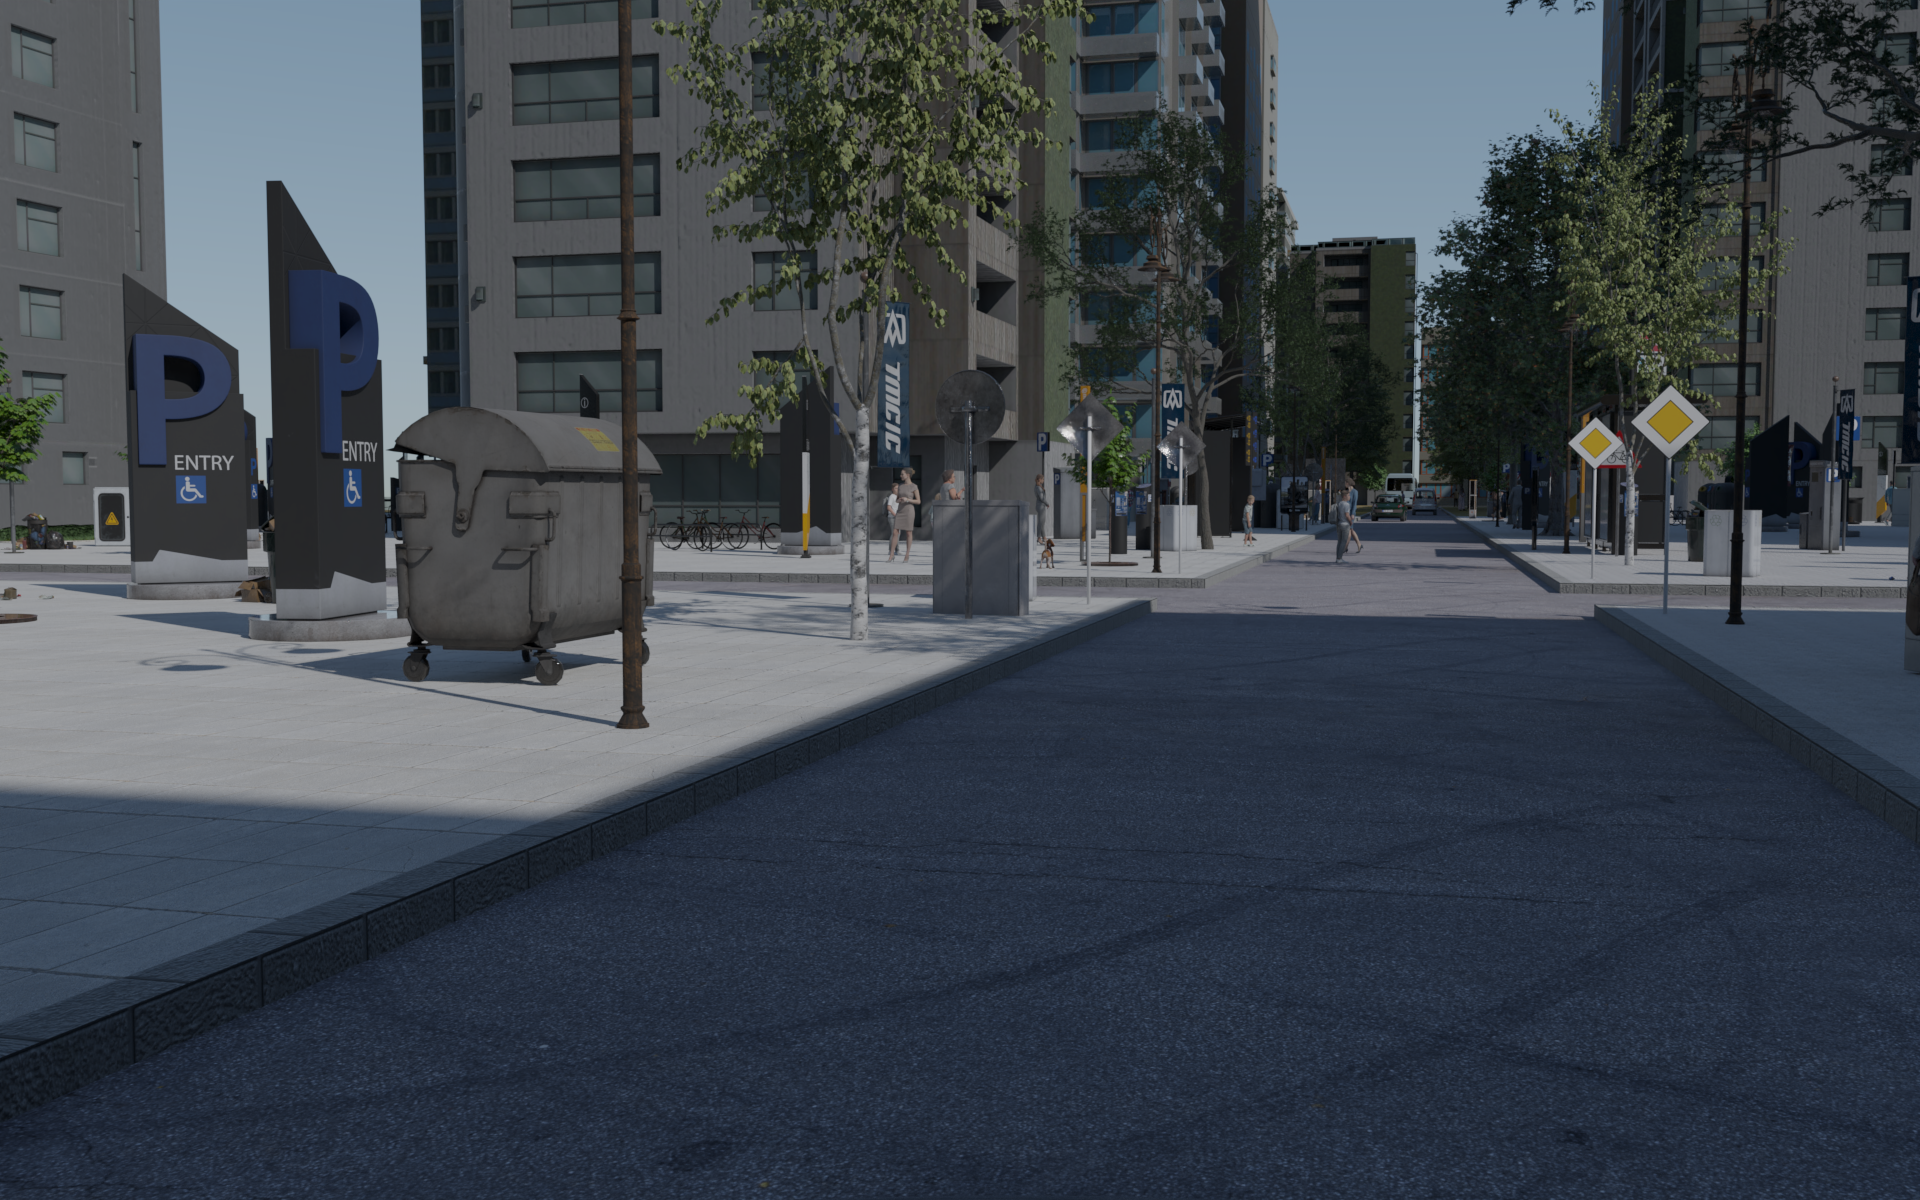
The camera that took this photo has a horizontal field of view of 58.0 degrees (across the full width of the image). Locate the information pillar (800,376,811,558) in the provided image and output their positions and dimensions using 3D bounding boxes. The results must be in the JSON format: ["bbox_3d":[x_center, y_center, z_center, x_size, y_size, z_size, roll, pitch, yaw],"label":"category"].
[{"bbox_3d":[-3.084,-2.649,34.671,0.183,3.616,0.504,0,4,2],"label":"information pillar"}]

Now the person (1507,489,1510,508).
[{"bbox_3d":[42.289,-7.781,133.287,1.348,1.821,0.705,2,4,27],"label":"person"}]

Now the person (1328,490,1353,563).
[{"bbox_3d":[7.932,-1.524,36.006,0.503,1.515,0.523,2,4,35],"label":"person"}]

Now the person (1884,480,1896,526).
[{"bbox_3d":[37.827,-3.945,70.408,0.748,1.841,0.638,-1,4,-11],"label":"person"}]

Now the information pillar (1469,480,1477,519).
[{"bbox_3d":[26.832,-5.267,90.605,0.304,2.012,0.304,2,4,29],"label":"information pillar"}]

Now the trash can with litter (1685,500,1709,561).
[{"bbox_3d":[14.282,-1.306,32.748,1.055,1.170,0.624,2,4,30],"label":"trash can with litter"}]

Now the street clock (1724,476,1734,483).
[{"bbox_3d":[30.488,-3.921,68.685,0.358,2.002,0.471,3,5,41],"label":"street clock"}]

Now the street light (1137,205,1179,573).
[{"bbox_3d":[3.209,-3.381,28.068,0.468,5.910,1.993,1,4,15],"label":"street light"}]

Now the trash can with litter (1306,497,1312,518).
[{"bbox_3d":[18.554,-4.979,92.790,1.055,1.170,0.624,-1,4,-12],"label":"trash can with litter"}]

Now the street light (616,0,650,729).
[{"bbox_3d":[-1.799,-2.236,9.351,0.468,5.910,1.993,1,4,15],"label":"street light"}]

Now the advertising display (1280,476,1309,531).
[{"bbox_3d":[11.696,-3.389,60.617,0.974,1.923,0.123,1,4,8],"label":"advertising display"}]

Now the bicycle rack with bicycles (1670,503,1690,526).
[{"bbox_3d":[28.456,-3.501,70.625,2.925,0.926,2.852,1,4,16],"label":"bicycle rack with bicycles"}]

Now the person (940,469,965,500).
[{"bbox_3d":[-0.092,-1.754,35.080,0.532,1.782,0.716,-2,4,-26],"label":"person"}]

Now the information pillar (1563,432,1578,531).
[{"bbox_3d":[21.203,-4.215,60.262,0.504,3.616,0.183,2,4,28],"label":"information pillar"}]

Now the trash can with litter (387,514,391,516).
[{"bbox_3d":[-33.735,-5.627,103.061,2.233,1.210,1.678,-3,4,-37],"label":"trash can with litter"}]

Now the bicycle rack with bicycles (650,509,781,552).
[{"bbox_3d":[-5.836,-1.607,39.653,2.925,0.926,2.852,2,4,33],"label":"bicycle rack with bicycles"}]

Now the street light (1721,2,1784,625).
[{"bbox_3d":[7.648,-2.699,16.913,0.468,5.910,1.993,1,4,15],"label":"street light"}]

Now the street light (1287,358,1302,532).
[{"bbox_3d":[11.281,-5.238,58.422,0.468,5.910,1.993,1,4,15],"label":"street light"}]

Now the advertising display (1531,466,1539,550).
[{"bbox_3d":[13.287,-2.128,40.012,0.123,1.923,0.974,1,4,20],"label":"advertising display"}]

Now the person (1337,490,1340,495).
[{"bbox_3d":[37.780,-10.117,172.247,0.721,1.735,1.217,-1,4,-19],"label":"person"}]

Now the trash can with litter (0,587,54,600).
[{"bbox_3d":[-12.235,-0.621,21.213,2.233,1.210,1.678,1,4,16],"label":"trash can with litter"}]

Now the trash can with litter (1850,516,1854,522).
[{"bbox_3d":[38.053,-3.869,74.652,1.055,1.170,0.624,-2,4,-34],"label":"trash can with litter"}]

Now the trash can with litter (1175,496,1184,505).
[{"bbox_3d":[11.027,-4.598,86.559,0.624,1.170,1.055,1,4,13],"label":"trash can with litter"}]

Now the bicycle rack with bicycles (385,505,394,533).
[{"bbox_3d":[-19.639,-2.632,56.413,2.852,0.926,2.925,0,4,-2],"label":"bicycle rack with bicycles"}]

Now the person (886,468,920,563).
[{"bbox_3d":[-1.066,-1.588,32.351,0.599,1.781,0.374,2,4,27],"label":"person"}]

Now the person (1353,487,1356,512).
[{"bbox_3d":[28.201,-7.228,124.199,0.705,1.826,1.348,-1,4,-12],"label":"person"}]

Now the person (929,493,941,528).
[{"bbox_3d":[-0.488,-1.688,37.916,0.425,1.301,0.394,2,4,26],"label":"person"}]

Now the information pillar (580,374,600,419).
[{"bbox_3d":[-7.220,-2.596,33.797,0.504,3.616,0.183,3,4,36],"label":"information pillar"}]

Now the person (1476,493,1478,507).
[{"bbox_3d":[51.377,-10.143,172.805,0.541,1.710,0.530,2,4,32],"label":"person"}]

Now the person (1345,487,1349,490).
[{"bbox_3d":[25.074,-6.436,111.994,0.721,1.735,1.217,-3,5,-40],"label":"person"}]

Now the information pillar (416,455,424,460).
[{"bbox_3d":[-28.350,-6.099,91.068,0.183,3.616,0.504,2,4,30],"label":"information pillar"}]

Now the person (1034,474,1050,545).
[{"bbox_3d":[2.141,-2.303,43.966,0.573,1.790,0.520,-1,4,-21],"label":"person"}]

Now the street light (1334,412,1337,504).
[{"bbox_3d":[19.292,-7.104,88.935,0.468,5.910,1.993,1,4,15],"label":"street light"}]

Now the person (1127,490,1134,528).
[{"bbox_3d":[6.324,-3.597,65.693,0.563,1.720,0.643,1,4,20],"label":"person"}]

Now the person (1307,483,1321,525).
[{"bbox_3d":[14.782,-4.008,72.240,0.598,1.740,0.731,0,4,7],"label":"person"}]

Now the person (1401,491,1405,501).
[{"bbox_3d":[38.006,-8.528,148.864,0.436,1.711,0.756,0,4,7],"label":"person"}]

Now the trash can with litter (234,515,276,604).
[{"bbox_3d":[-8.115,-0.552,20.413,1.055,1.170,0.624,2,4,24],"label":"trash can with litter"}]

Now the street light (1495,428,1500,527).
[{"bbox_3d":[21.011,-5.795,67.542,0.468,5.910,1.993,1,4,15],"label":"street light"}]

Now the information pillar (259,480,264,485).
[{"bbox_3d":[-35.910,-5.164,88.923,0.304,2.012,0.304,3,4,36],"label":"information pillar"}]

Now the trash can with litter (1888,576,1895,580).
[{"bbox_3d":[14.649,-0.889,25.593,1.678,1.210,2.233,1,4,17],"label":"trash can with litter"}]

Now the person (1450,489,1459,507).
[{"bbox_3d":[49.091,-10.110,171.443,1.348,1.812,0.705,0,4,1],"label":"person"}]

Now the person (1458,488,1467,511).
[{"bbox_3d":[38.545,-7.720,132.926,0.621,1.740,0.551,3,4,36],"label":"person"}]

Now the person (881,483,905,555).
[{"bbox_3d":[-1.370,-1.698,36.401,0.523,1.515,0.503,-1,4,-15],"label":"person"}]

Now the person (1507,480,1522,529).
[{"bbox_3d":[20.649,-3.546,64.146,0.709,1.813,0.853,1,4,11],"label":"person"}]

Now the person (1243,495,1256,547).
[{"bbox_3d":[7.065,-1.931,42.302,0.332,1.250,0.352,-2,4,-34],"label":"person"}]

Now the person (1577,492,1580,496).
[{"bbox_3d":[46.444,-7.492,129.251,0.721,1.736,1.217,-3,5,-43],"label":"person"}]

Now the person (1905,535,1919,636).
[{"bbox_3d":[5.698,-0.211,9.609,0.709,1.813,0.853,0,4,4],"label":"person"}]

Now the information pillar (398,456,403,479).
[{"bbox_3d":[-31.740,-6.565,98.698,0.504,3.616,0.183,-1,4,-15],"label":"information pillar"}]

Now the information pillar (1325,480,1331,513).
[{"bbox_3d":[19.692,-5.415,93.020,0.304,2.012,0.304,-1,4,-16],"label":"information pillar"}]

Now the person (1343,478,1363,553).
[{"bbox_3d":[9.479,-2.042,41.914,0.654,1.822,0.581,0,4,-1],"label":"person"}]

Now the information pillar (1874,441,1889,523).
[{"bbox_3d":[40.950,-5.233,76.913,0.183,3.616,0.504,-1,4,-20],"label":"information pillar"}]

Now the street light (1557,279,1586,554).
[{"bbox_3d":[13.020,-3.928,37.008,0.468,5.910,1.993,1,4,15],"label":"street light"}]

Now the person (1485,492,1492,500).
[{"bbox_3d":[36.332,-6.823,117.563,1.348,1.831,0.705,3,5,41],"label":"person"}]

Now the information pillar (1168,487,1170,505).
[{"bbox_3d":[9.852,-4.793,82.851,0.304,2.012,0.304,-1,4,-15],"label":"information pillar"}]

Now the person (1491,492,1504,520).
[{"bbox_3d":[26.964,-4.950,86.934,0.822,1.834,0.622,-1,4,-17],"label":"person"}]
